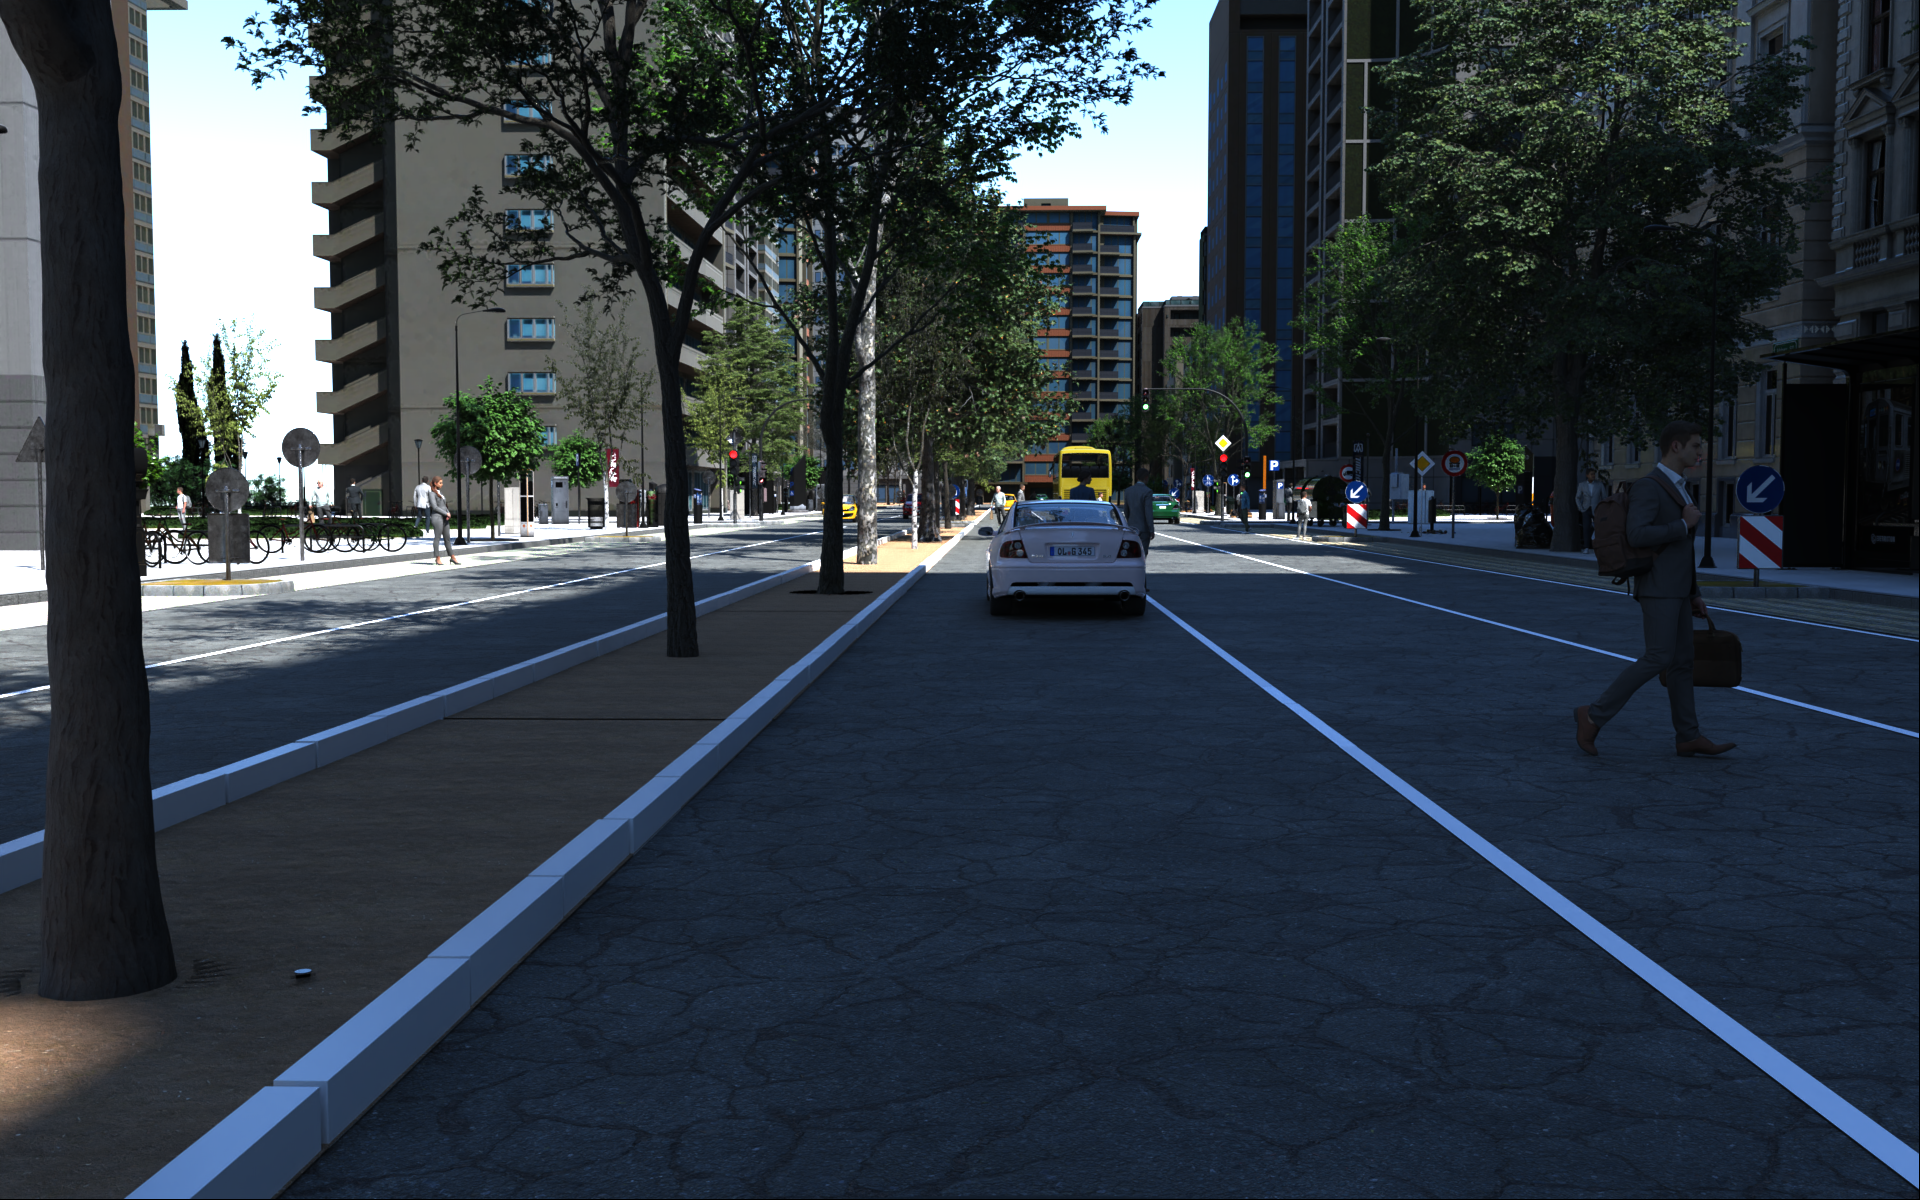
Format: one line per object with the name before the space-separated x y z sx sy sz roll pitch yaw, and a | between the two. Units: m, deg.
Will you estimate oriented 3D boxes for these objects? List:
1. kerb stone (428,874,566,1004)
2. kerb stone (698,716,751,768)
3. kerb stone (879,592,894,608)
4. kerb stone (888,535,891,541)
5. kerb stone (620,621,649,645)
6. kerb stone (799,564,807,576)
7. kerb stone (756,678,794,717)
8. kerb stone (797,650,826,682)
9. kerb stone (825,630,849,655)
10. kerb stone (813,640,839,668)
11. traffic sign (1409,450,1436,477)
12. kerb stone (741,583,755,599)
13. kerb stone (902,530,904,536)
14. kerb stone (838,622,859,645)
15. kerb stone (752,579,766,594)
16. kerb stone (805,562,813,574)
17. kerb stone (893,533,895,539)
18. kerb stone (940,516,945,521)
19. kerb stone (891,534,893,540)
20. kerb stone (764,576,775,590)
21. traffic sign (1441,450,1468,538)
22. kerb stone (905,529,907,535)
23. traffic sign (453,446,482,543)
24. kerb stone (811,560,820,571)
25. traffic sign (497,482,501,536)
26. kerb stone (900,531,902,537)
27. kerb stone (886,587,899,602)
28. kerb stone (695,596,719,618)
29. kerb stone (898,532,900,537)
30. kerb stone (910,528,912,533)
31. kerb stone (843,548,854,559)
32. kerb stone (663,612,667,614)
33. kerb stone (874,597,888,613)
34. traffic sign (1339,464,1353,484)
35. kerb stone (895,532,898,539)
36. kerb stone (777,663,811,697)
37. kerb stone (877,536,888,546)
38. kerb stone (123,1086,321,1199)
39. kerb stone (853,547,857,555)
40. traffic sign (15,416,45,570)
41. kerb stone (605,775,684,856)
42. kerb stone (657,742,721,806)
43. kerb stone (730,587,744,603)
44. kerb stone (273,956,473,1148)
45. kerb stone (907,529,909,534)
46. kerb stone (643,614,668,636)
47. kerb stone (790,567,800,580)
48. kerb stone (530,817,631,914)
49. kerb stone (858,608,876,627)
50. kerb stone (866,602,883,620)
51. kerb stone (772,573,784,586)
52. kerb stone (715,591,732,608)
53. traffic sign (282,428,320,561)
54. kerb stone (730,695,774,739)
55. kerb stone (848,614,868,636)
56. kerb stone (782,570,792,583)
kerb stone | -1.405 1.033 5.311 0.120 0.150 1.000 0 4 2
kerb stone | -1.286 0.782 9.405 0.120 0.150 1.000 0 4 2
kerb stone | -0.950 0.030 21.702 0.120 0.150 1.000 0 4 2
kerb stone | -2.221 -1.792 51.496 0.120 0.150 1.000 0 4 2
kerb stone | -3.184 0.338 16.683 0.120 0.150 1.000 0 4 2
kerb stone | -2.816 -0.477 29.998 0.120 0.150 1.000 0 4 2
kerb stone | -1.236 0.659 11.454 0.120 0.150 1.000 0 4 2
kerb stone | -1.174 0.533 13.498 0.120 0.150 1.000 0 4 2
kerb stone | -1.121 0.408 15.549 0.120 0.150 1.000 0 4 2
kerb stone | -1.145 0.470 14.523 0.120 0.150 1.000 0 4 2
traffic sign | 13.962 -3.214 52.281 0.795 2.593 0.064 0 4 7
kerb stone | -2.988 -0.102 23.860 0.120 0.150 1.000 0 4 2
kerb stone | -2.052 -2.169 57.661 0.120 0.150 1.000 0 4 2
kerb stone | -1.097 0.347 16.579 0.120 0.150 1.000 0 4 2
kerb stone | -2.957 -0.164 24.883 0.120 0.150 1.000 0 4 2
kerb stone | -2.795 -0.535 31.021 0.120 0.150 1.000 0 4 2
kerb stone | -2.173 -1.909 53.560 0.120 0.150 1.000 0 4 2
kerb stone | -0.937 -4.645 98.133 0.120 0.150 1.000 0 4 2
kerb stone | -2.200 -1.855 52.528 0.120 0.150 1.000 0 4 2
kerb stone | -2.929 -0.227 25.907 0.120 0.150 1.000 0 4 2
traffic sign | 14.298 -3.061 50.157 0.768 2.556 0.104 0 4 4
kerb stone | -1.993 -2.288 59.714 0.120 0.150 1.000 0 4 2
traffic sign | -12.939 -2.778 45.533 0.768 2.556 0.104 0 4 3
kerb stone | -2.759 -0.603 32.047 0.120 0.150 1.000 0 4 2
traffic sign | -14.005 -3.209 52.569 0.768 2.556 0.104 0 4 6
kerb stone | -2.080 -2.107 56.639 0.120 0.150 1.000 0 4 2
kerb stone | -0.921 -0.032 22.724 0.120 0.150 1.000 0 4 2
kerb stone | -3.071 0.087 20.778 0.120 0.150 1.000 0 4 2
kerb stone | -2.104 -2.042 55.605 0.120 0.150 1.000 0 4 2
kerb stone | -1.906 -2.483 62.788 0.120 0.150 1.000 0 4 2
kerb stone | -2.565 -1.041 39.217 0.120 0.150 1.000 0 4 2
kerb stone | -3.130 0.212 18.731 0.120 0.150 1.000 0 4 2
kerb stone | -0.979 0.099 20.672 0.120 0.150 1.000 0 4 2
traffic sign | 16.551 -4.510 73.840 0.768 2.556 0.104 1 4 10
kerb stone | -2.141 -1.981 54.583 0.120 0.150 1.000 0 4 2
kerb stone | -1.211 0.595 12.477 0.120 0.150 1.000 0 4 2
kerb stone | -2.252 -1.728 50.475 0.120 0.150 1.000 0 4 2
kerb stone | -1.458 1.159 3.254 0.120 0.150 1.000 0 4 2
kerb stone | -2.536 -1.093 40.249 0.120 0.150 1.000 0 4 2
traffic sign | -15.419 -1.776 29.042 0.884 2.594 0.081 0 4 5
kerb stone | -1.339 0.908 7.353 0.120 0.150 1.000 0 4 2
kerb stone | -1.314 0.845 8.375 0.120 0.150 1.000 0 4 2
kerb stone | -3.014 -0.034 22.834 0.120 0.150 1.000 0 4 2
kerb stone | -1.428 1.095 4.289 0.120 0.150 1.000 0 4 2
kerb stone | -1.965 -2.353 60.745 0.120 0.150 1.000 0 4 2
kerb stone | -3.156 0.275 17.705 0.120 0.150 1.000 0 4 2
kerb stone | -2.843 -0.415 28.976 0.120 0.150 1.000 0 4 2
kerb stone | -1.380 0.970 6.332 0.120 0.150 1.000 0 4 2
kerb stone | -1.034 0.219 18.622 0.120 0.150 1.000 0 4 2
kerb stone | -1.002 0.156 19.644 0.120 0.150 1.000 0 4 2
kerb stone | -2.909 -0.290 26.932 0.120 0.150 1.000 0 4 2
kerb stone | -3.043 0.024 21.806 0.120 0.150 1.000 0 4 2
traffic sign | -12.627 -2.023 33.185 0.768 2.556 0.104 0 4 5
kerb stone | -1.260 0.720 10.427 0.120 0.150 1.000 0 4 2
kerb stone | -1.058 0.281 17.600 0.120 0.150 1.000 0 4 2
kerb stone | -2.869 -0.350 27.955 0.120 0.150 1.000 0 4 2
